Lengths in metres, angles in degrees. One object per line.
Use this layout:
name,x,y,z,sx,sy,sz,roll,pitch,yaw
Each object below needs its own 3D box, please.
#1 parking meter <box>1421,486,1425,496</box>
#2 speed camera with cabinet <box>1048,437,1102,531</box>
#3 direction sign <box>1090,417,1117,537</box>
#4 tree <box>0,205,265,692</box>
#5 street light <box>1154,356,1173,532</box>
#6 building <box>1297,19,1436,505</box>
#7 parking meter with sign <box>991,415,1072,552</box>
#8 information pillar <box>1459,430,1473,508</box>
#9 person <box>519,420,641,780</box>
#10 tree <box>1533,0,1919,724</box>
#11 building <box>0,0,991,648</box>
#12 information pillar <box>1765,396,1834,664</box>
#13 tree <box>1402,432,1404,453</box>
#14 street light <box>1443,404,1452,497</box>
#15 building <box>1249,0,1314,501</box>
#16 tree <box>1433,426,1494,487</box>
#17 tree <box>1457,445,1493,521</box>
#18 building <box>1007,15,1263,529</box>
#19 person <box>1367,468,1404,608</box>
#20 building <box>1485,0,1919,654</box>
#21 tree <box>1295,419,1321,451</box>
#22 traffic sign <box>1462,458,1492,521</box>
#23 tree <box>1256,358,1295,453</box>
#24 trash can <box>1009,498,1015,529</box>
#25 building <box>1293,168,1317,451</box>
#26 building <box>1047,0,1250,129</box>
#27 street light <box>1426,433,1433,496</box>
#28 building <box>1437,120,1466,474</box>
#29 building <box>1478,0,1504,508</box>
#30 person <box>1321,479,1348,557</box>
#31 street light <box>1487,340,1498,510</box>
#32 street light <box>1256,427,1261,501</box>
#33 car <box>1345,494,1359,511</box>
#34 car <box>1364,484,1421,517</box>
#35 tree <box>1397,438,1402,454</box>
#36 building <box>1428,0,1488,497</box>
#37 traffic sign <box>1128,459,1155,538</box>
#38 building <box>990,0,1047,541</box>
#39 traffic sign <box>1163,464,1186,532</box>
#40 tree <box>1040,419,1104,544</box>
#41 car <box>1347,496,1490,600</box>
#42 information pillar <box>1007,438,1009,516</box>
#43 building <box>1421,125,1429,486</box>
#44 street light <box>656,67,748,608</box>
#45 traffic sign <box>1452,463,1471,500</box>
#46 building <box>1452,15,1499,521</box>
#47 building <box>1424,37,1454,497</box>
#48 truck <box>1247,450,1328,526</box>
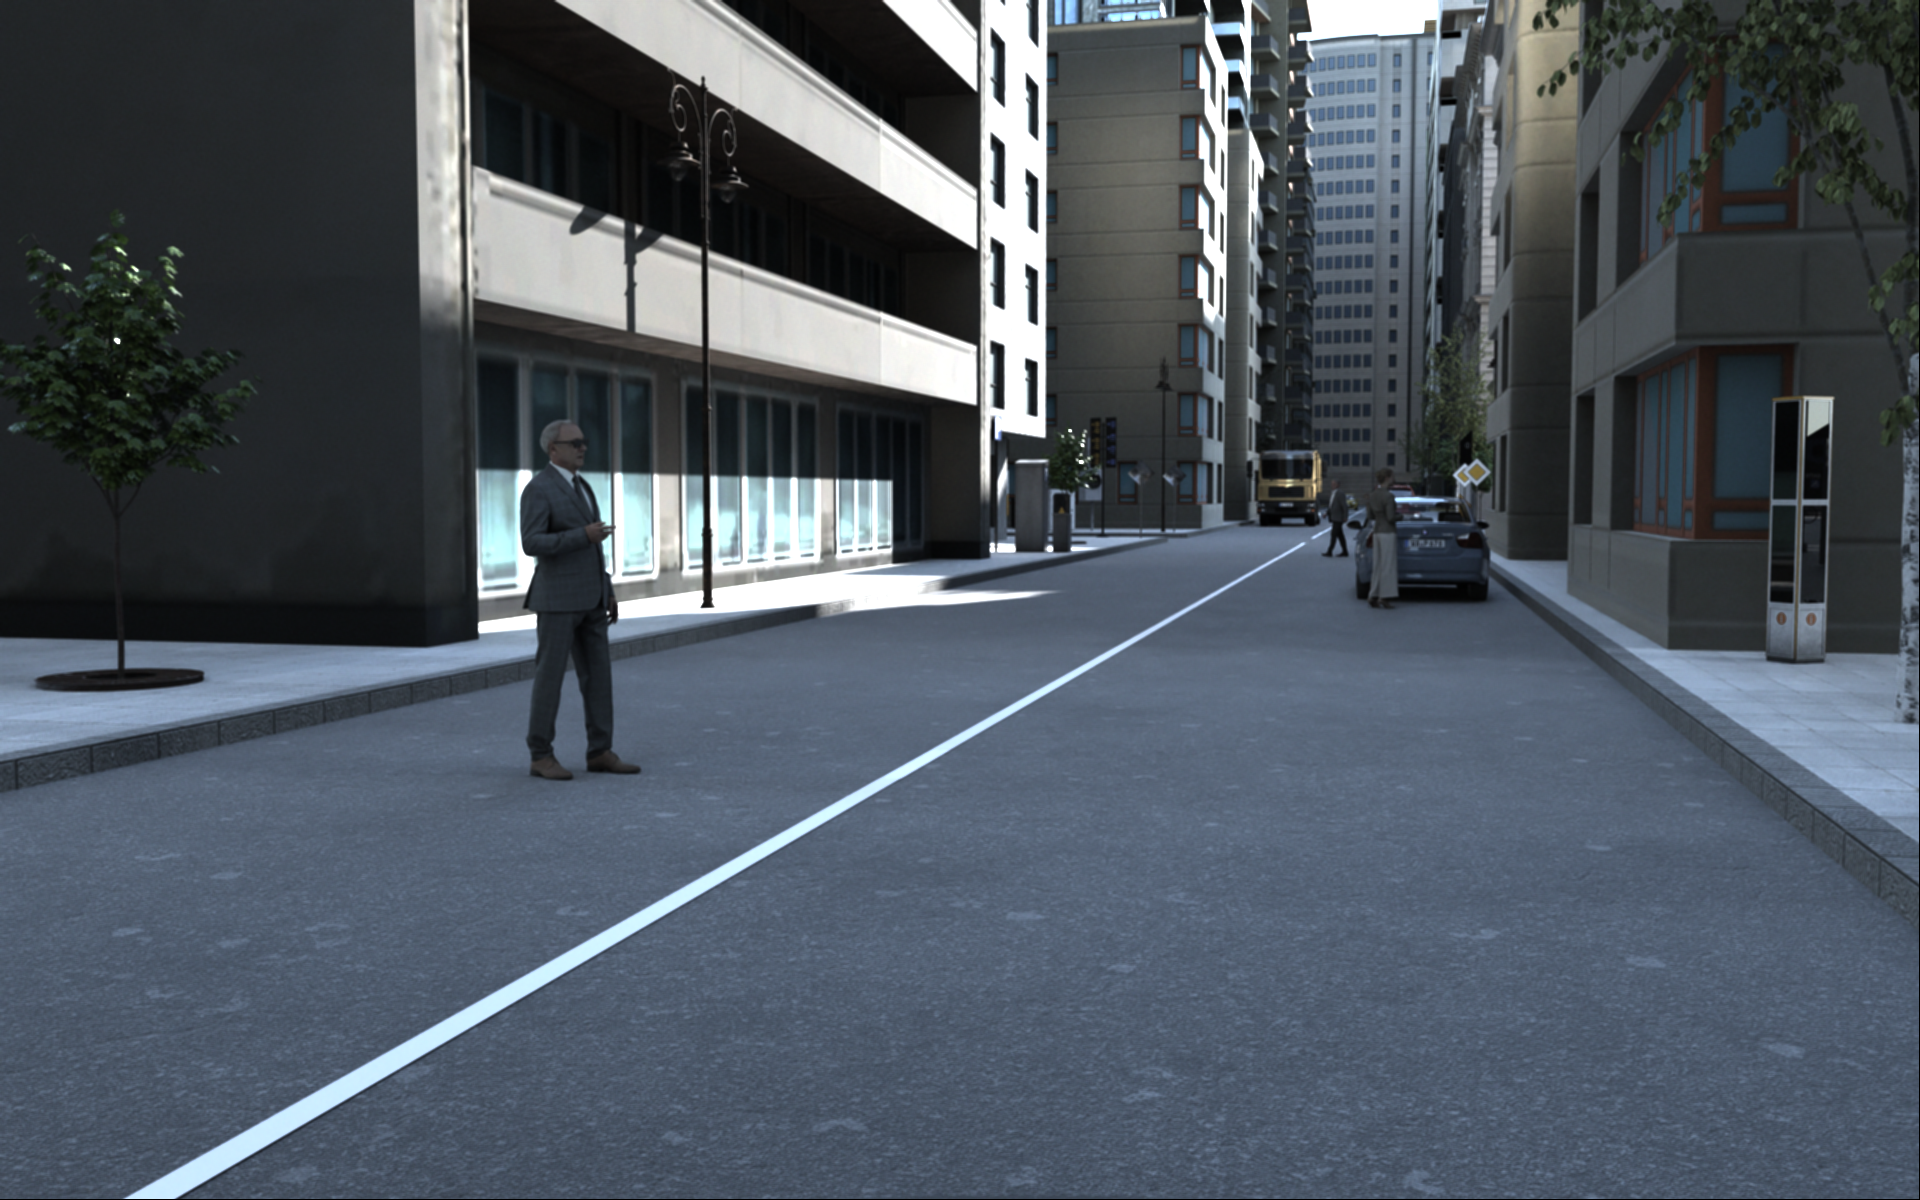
parking meter,33.143,-7.234,123.985,0.255,1.863,0.399,0,4,8
speed camera with cabinet,3.919,-4.019,60.039,2.038,3.252,0.660,-1,4,-22
direction sign,4.248,-3.634,51.406,0.876,3.537,0.379,2,4,35
tree,-5.558,-1.045,11.687,1.663,3.219,1.824,0,3,0
street light,6.862,-5.233,58.344,0.468,5.910,1.993,1,4,14
building,51.158,-41.506,220.614,28.212,58.520,21.231,1,4,14
parking meter with sign,1.596,-2.574,38.343,1.738,3.016,0.543,1,4,17
information pillar,18.631,-4.430,63.791,0.183,3.616,0.504,-3,5,-40
person,-1.902,-0.003,8.731,0.590,1.801,0.661,1,4,21
tree,5.108,-3.616,9.482,4.737,8.622,4.395,0,3,0
building,-12.261,-24.588,25.715,21.300,48.544,21.600,1,4,14
information pillar,6.382,-0.531,13.173,0.304,2.012,0.304,-1,4,-19
tree,21.730,-7.604,74.684,4.737,8.622,4.395,0,3,0
street light,24.261,-6.931,86.107,0.468,5.910,1.993,1,4,14
building,18.238,-30.117,147.041,22.147,44.769,28.867,1,4,14
tree,23.406,-5.854,79.431,4.285,4.588,4.351,0,3,0
tree,20.703,-4.525,68.593,1.663,3.219,1.824,0,3,0
building,-1.083,-14.377,80.108,27.650,21.520,28.899,1,4,14
person,5.350,-0.773,21.696,0.362,1.759,0.519,-1,4,-21
building,22.733,-10.963,24.289,27.650,21.520,28.899,1,4,14
tree,32.379,-13.151,165.378,4.360,8.622,3.978,0,3,0
traffic sign,14.326,-2.717,48.066,0.795,2.450,0.064,1,4,14
tree,15.565,-8.770,93.747,4.360,8.622,3.978,0,3,0
trash can,2.184,-3.199,63.955,0.748,1.137,0.748,0,3,0
building,27.155,-30.612,192.393,23.993,40.220,32.217,1,4,14
building,9.039,-49.050,114.644,22.319,86.520,31.000,1,4,14
street light,34.655,-9.486,127.888,0.468,5.910,1.993,1,4,14
building,39.568,-19.667,115.063,14.314,27.812,24.014,1,4,14
building,28.546,-13.570,58.027,21.152,22.565,11.583,1,4,14
person,8.527,-1.871,39.488,0.834,1.777,0.661,-2,4,-24
street light,14.703,-4.572,47.537,0.468,5.910,1.993,1,4,14
street light,17.141,-7.765,99.738,0.468,5.910,1.993,1,4,14
car,33.887,-8.635,151.403,2.015,1.641,3.980,1,4,15
car,17.567,-3.772,70.353,2.281,1.827,5.304,1,4,12
tree,35.872,-11.160,132.833,4.737,8.622,4.395,0,3,0
building,55.135,-34.302,150.077,28.713,52.752,27.495,1,4,14
traffic sign,5.262,-2.856,50.334,0.795,2.450,0.064,1,4,14
building,-5.231,-16.794,46.288,14.107,30.474,14.160,1,4,14
traffic sign,7.191,-3.330,58.083,0.795,2.450,0.064,1,4,14
tree,2.901,-3.072,44.832,1.663,3.219,1.824,0,3,0
car,6.564,-0.783,24.804,2.014,1.417,4.499,1,4,13
information pillar,1.498,-4.193,59.906,0.183,3.616,0.504,3,5,39
building,58.999,-31.172,193.264,14.154,41.232,14.086,1,4,14
street light,-2.840,-2.847,19.334,0.468,5.910,1.993,1,4,14
traffic sign,16.254,-3.191,55.816,0.795,2.450,0.064,1,4,14
building,33.579,-18.635,92.064,14.401,28.519,23.554,1,4,14
building,58.363,-33.707,174.819,21.300,48.544,21.600,1,4,14
truck,15.103,-5.091,79.156,3.469,3.379,9.791,1,4,13
